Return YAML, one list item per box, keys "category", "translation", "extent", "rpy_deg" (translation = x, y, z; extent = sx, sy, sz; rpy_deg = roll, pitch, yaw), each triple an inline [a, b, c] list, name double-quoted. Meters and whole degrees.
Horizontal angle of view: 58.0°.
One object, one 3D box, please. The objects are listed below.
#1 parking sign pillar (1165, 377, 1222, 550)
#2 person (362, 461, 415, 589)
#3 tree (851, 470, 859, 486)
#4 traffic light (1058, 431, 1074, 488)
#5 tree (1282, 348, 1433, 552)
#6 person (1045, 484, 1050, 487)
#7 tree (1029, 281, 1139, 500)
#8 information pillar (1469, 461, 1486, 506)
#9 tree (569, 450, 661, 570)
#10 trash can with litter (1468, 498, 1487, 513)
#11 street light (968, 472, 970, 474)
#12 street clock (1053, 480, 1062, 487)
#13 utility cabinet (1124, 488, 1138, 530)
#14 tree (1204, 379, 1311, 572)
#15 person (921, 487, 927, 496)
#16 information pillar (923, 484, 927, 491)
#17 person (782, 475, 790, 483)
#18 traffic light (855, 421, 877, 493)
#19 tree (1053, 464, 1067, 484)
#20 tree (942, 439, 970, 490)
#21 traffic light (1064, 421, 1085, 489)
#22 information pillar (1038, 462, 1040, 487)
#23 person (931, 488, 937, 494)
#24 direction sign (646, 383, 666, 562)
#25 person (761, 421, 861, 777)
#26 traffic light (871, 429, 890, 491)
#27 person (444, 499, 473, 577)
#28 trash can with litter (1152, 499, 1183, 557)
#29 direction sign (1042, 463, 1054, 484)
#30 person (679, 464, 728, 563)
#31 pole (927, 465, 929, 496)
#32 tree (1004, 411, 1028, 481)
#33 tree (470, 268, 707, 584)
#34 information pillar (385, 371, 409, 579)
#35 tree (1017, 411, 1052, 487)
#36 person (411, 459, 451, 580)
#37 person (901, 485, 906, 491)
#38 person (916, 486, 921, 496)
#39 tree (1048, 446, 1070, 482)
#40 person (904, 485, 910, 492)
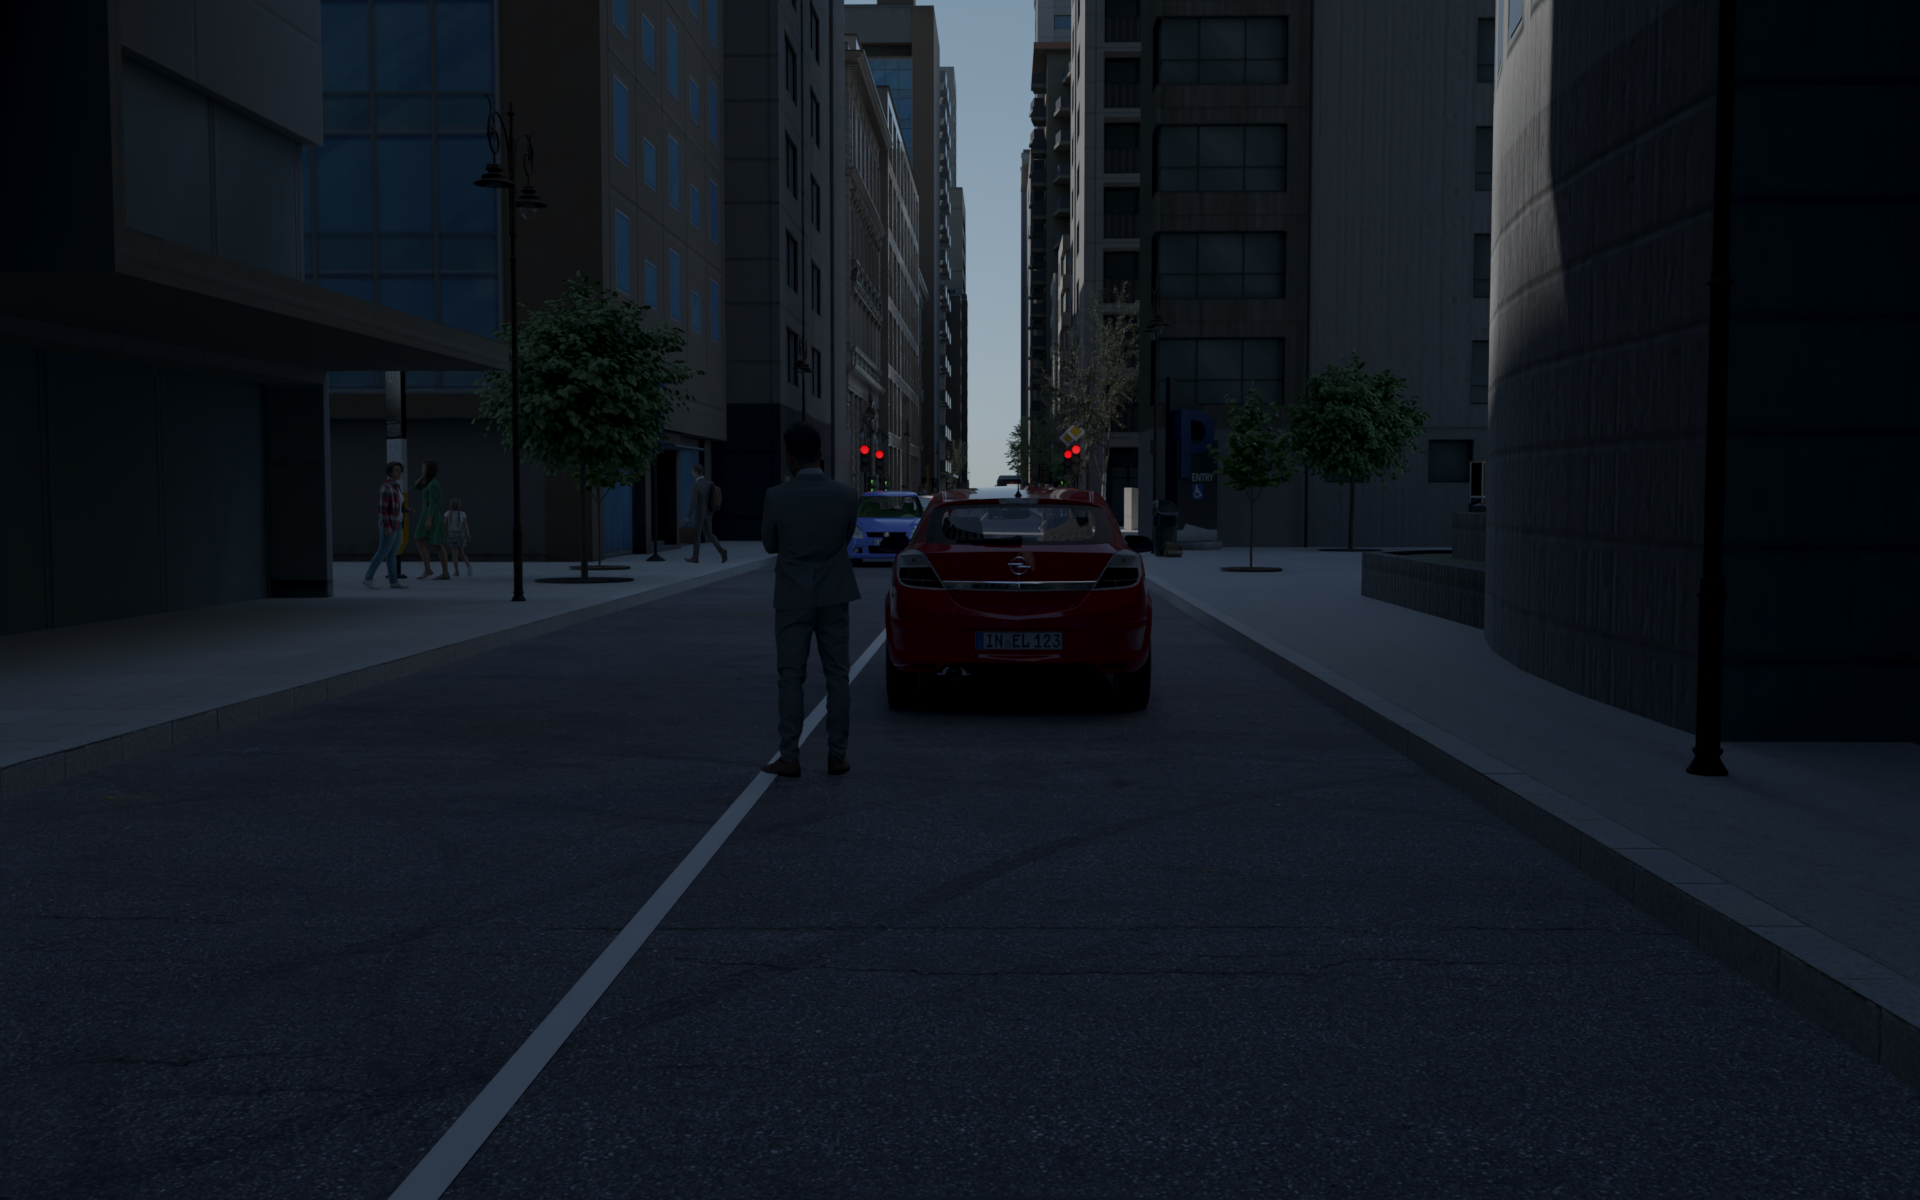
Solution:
- category: "parking sign pillar"
  translation: [5.372, -3.161, 40.160]
  extent: [1.447, 3.967, 1.447]
  rpy_deg: [-3, 4, -36]
- category: "person"
  translation: [-7.732, -1.012, 23.426]
  extent: [0.643, 1.720, 0.563]
  rpy_deg: [0, 4, -1]
- category: "tree"
  translation: [-5.183, -4.836, 73.668]
  extent: [1.663, 3.219, 1.824]
  rpy_deg: [0, 3, 0]
- category: "traffic light"
  translation: [4.625, -5.238, 74.566]
  extent: [0.839, 4.253, 0.868]
  rpy_deg: [0, 4, 1]
- category: "tree"
  translation: [8.855, -3.381, 38.992]
  extent: [4.285, 4.588, 4.351]
  rpy_deg: [0, 3, 0]
- category: "person"
  translation: [3.077, -3.314, 63.027]
  extent: [0.444, 1.785, 0.601]
  rpy_deg: [-1, 4, -9]
- category: "tree"
  translation: [4.787, -6.700, 59.900]
  extent: [4.360, 8.622, 3.978]
  rpy_deg: [0, 3, 0]
- category: "information pillar"
  translation: [11.566, -2.094, 38.736]
  extent: [0.304, 2.012, 0.304]
  rpy_deg: [2, 4, 27]
- category: "tree"
  translation: [-6.164, -2.125, 29.337]
  extent: [1.663, 3.219, 1.824]
  rpy_deg: [0, 3, 0]
- category: "trash can with litter"
  translation: [9.505, -1.168, 30.153]
  extent: [2.233, 1.210, 1.678]
  rpy_deg: [-1, 4, -12]
- category: "street light"
  translation: [1.542, -19.568, 292.727]
  extent: [0.468, 5.910, 1.993]
  rpy_deg: [0, 4, 1]
- category: "street clock"
  translation: [5.000, -5.122, 88.307]
  extent: [0.471, 2.002, 0.358]
  rpy_deg: [-2, 4, -34]
- category: "utility cabinet"
  translation: [6.111, -3.228, 61.465]
  extent: [0.318, 1.500, 1.173]
  rpy_deg: [0, 4, -7]
- category: "tree"
  translation: [4.741, -2.087, 28.720]
  extent: [1.663, 3.219, 1.824]
  rpy_deg: [0, 3, 0]
- category: "person"
  translation: [-2.629, -7.519, 129.167]
  extent: [0.592, 1.802, 0.473]
  rpy_deg: [0, 4, -5]
- category: "information pillar"
  translation: [-2.563, -7.662, 129.767]
  extent: [0.304, 2.012, 0.304]
  rpy_deg: [-3, 5, -43]
- category: "person"
  translation: [-4.636, -2.394, 45.607]
  extent: [0.534, 1.772, 0.576]
  rpy_deg: [3, 5, 41]
- category: "traffic light"
  translation: [-3.631, -4.761, 66.765]
  extent: [0.839, 4.253, 0.868]
  rpy_deg: [0, 4, 1]
- category: "tree"
  translation: [5.953, -6.186, 95.742]
  extent: [1.663, 3.219, 1.824]
  rpy_deg: [0, 3, 0]
- category: "tree"
  translation: [-0.775, -16.726, 223.828]
  extent: [4.360, 8.622, 3.978]
  rpy_deg: [0, 3, 0]
- category: "traffic light"
  translation: [4.428, -4.750, 66.583]
  extent: [0.839, 4.253, 0.868]
  rpy_deg: [0, 4, 1]
- category: "information pillar"
  translation: [5.856, -8.376, 128.298]
  extent: [0.183, 3.616, 0.504]
  rpy_deg: [-1, 4, -11]
- category: "person"
  translation: [-2.150, -8.280, 141.836]
  extent: [0.534, 1.772, 0.576]
  rpy_deg: [3, 5, 45]
- category: "direction sign"
  translation: [-5.817, -2.508, 33.002]
  extent: [0.379, 3.537, 0.876]
  rpy_deg: [1, 4, 14]
- category: "person"
  translation: [-0.784, -0.016, 8.935]
  extent: [0.511, 1.800, 0.466]
  rpy_deg: [-2, 4, -30]
- category: "traffic light"
  translation: [-3.434, -5.249, 74.748]
  extent: [0.839, 4.253, 0.868]
  rpy_deg: [0, 4, 1]
- category: "person"
  translation: [-7.847, -0.969, 26.897]
  extent: [0.505, 1.210, 0.382]
  rpy_deg: [-2, 4, -27]
- category: "trash can with litter"
  translation: [4.332, -1.474, 35.490]
  extent: [0.624, 1.170, 1.055]
  rpy_deg: [-1, 4, -12]
- category: "direction sign"
  translation: [6.423, -8.259, 127.032]
  extent: [0.876, 3.537, 0.379]
  rpy_deg: [0, 4, -4]
- category: "person"
  translation: [-4.749, -1.592, 32.038]
  extent: [0.822, 1.834, 0.622]
  rpy_deg: [1, 4, 22]
- category: "pole"
  translation: [-2.280, -7.865, 122.429]
  extent: [0.158, 3.312, 0.155]
  rpy_deg: [0, 3, 0]
- category: "tree"
  translation: [9.563, -19.318, 233.979]
  extent: [7.486, 12.596, 7.792]
  rpy_deg: [0, 3, 0]
- category: "tree"
  translation: [-5.445, -2.549, 25.387]
  extent: [4.285, 4.588, 4.351]
  rpy_deg: [0, 3, 0]
- category: "information pillar"
  translation: [-8.519, -2.130, 26.184]
  extent: [0.183, 3.616, 0.504]
  rpy_deg: [-3, 5, -45]
- category: "tree"
  translation: [7.198, -12.347, 152.237]
  extent: [4.737, 8.622, 4.395]
  rpy_deg: [0, 3, 0]
- category: "person"
  translation: [-7.840, -1.189, 25.726]
  extent: [0.529, 1.795, 0.600]
  rpy_deg: [-2, 4, -29]
- category: "person"
  translation: [-3.037, -5.183, 91.124]
  extent: [0.374, 1.781, 0.599]
  rpy_deg: [-1, 4, -17]
- category: "person"
  translation: [-2.676, -6.497, 112.611]
  extent: [0.721, 1.781, 0.623]
  rpy_deg: [0, 4, -3]
- category: "tree"
  translation: [7.096, -7.514, 106.568]
  extent: [4.285, 4.588, 4.351]
  rpy_deg: [0, 3, 0]
- category: "person"
  translation: [-3.103, -5.675, 98.835]
  extent: [0.555, 1.821, 0.388]
  rpy_deg: [1, 4, 12]
